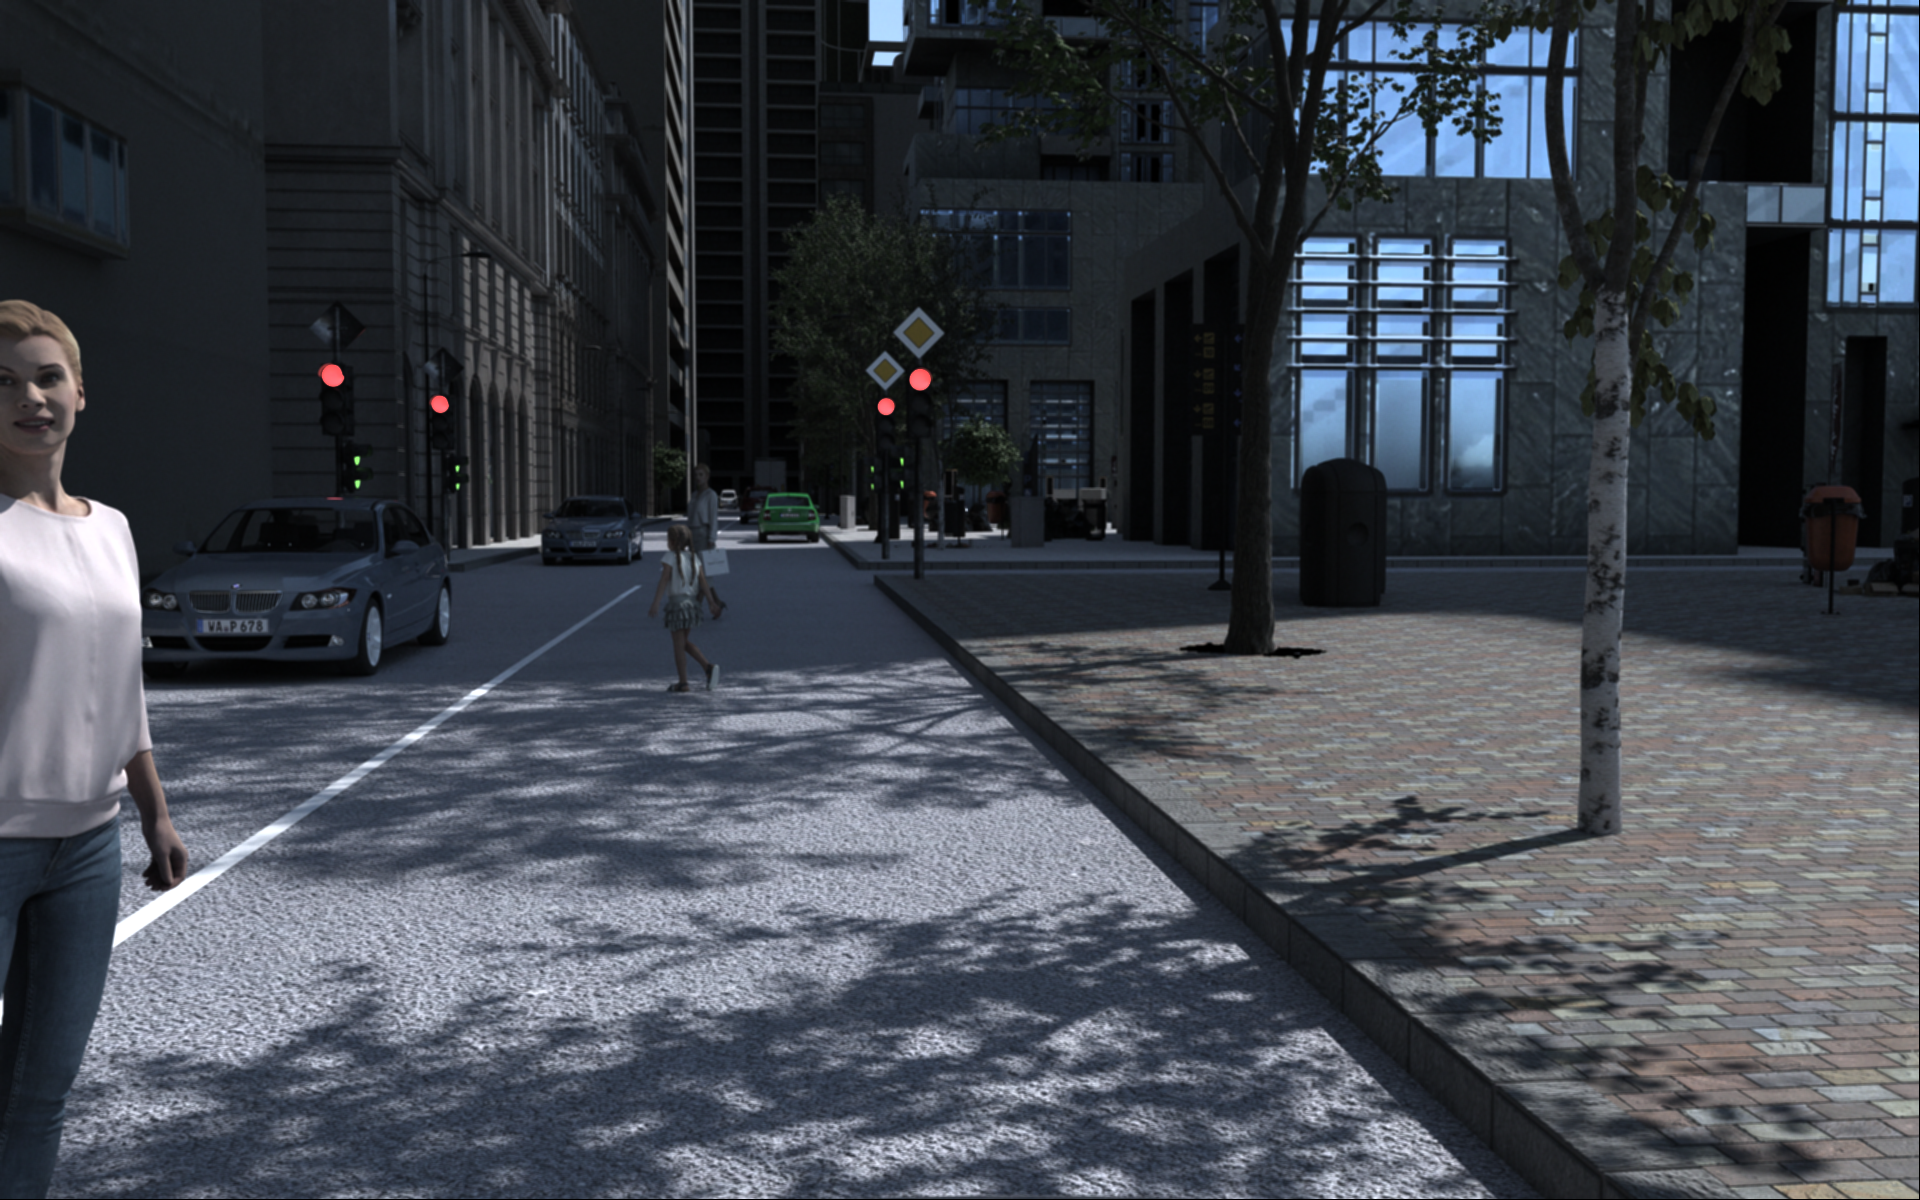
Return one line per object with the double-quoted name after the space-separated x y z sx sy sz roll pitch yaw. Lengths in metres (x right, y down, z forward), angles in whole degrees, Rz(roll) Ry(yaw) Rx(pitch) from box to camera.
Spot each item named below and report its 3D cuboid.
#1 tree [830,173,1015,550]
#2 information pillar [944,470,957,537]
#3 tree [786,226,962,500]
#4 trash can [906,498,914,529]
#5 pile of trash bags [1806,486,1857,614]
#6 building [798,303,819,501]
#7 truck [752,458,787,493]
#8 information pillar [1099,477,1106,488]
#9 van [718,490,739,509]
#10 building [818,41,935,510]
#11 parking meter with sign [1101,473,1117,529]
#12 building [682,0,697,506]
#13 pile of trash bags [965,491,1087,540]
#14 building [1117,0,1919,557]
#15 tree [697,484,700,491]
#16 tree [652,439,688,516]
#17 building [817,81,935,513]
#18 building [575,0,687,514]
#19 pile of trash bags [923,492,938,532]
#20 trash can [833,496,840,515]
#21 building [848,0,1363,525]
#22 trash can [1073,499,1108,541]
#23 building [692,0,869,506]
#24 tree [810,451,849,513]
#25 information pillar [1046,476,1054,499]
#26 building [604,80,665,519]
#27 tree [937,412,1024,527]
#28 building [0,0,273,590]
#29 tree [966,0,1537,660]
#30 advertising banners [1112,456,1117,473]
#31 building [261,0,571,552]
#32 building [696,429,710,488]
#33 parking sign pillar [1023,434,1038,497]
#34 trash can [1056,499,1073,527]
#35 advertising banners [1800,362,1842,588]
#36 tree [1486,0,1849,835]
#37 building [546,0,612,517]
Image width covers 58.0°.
-0.589 -5.443 39.363 4.360 8.622 3.978 0 3 0 "tree"
-0.281 -2.919 52.223 0.304 2.012 0.304 2 4 25 "information pillar"
-3.670 -9.529 73.931 7.486 12.596 7.792 0 3 0 "tree"
-1.641 -3.229 64.452 0.748 1.137 0.748 0 3 0 "trash can"
10.708 -0.515 18.168 3.447 1.369 1.912 2 4 23 "pile of trash bags"
-1.908 -19.976 171.640 27.650 21.520 28.899 0 4 -6 "building"
-15.253 -9.183 139.059 2.839 4.237 11.283 0 4 -7 "truck"
6.227 -4.355 75.699 0.304 2.012 0.304 0 4 -1 "information pillar"
-22.392 -9.813 167.460 2.013 2.044 4.112 0 4 -6 "van"
3.989 -27.722 145.142 32.217 40.220 23.993 0 4 -6 "building"
5.930 -4.139 63.939 1.738 3.016 0.543 1 4 9 "parking meter with sign"
-32.971 -36.656 141.320 21.231 58.520 28.212 0 4 -6 "building"
2.084 -2.442 49.684 3.447 1.369 1.912 -3 5 -42 "pile of trash bags"
20.132 -44.812 45.354 31.000 86.520 22.319 0 4 -6 "building"
-24.585 -10.139 160.381 1.663 3.219 1.824 0 3 0 "tree"
-17.948 -7.360 104.054 4.285 4.588 4.351 0 3 0 "tree"
-3.298 -21.642 125.545 14.160 30.474 14.107 0 4 -6 "building"
-29.997 -30.168 116.940 21.300 48.544 21.600 0 4 -6 "building"
-0.366 -3.058 59.747 1.912 1.369 3.447 -2 4 -32 "pile of trash bags"
-7.263 -5.673 104.405 0.748 1.137 0.748 0 3 0 "trash can"
5.698 -47.707 92.679 22.319 86.520 31.000 0 4 -6 "building"
3.711 -2.212 47.820 0.748 1.137 0.748 0 3 0 "trash can"
-20.802 -46.648 200.950 20.611 71.187 20.563 0 4 -6 "building"
-8.543 -8.117 116.423 4.285 4.588 4.351 0 3 0 "tree"
3.730 -4.142 72.210 0.304 2.012 0.304 0 4 -3 "information pillar"
-22.122 -14.950 86.230 13.314 21.916 24.055 0 4 -6 "building"
0.826 -5.134 67.662 4.285 4.588 4.351 0 3 0 "tree"
-19.216 -23.741 11.864 21.600 48.544 21.300 0 4 -6 "building"
2.505 -5.372 13.580 9.928 11.665 9.643 0 3 0 "tree"
7.392 -5.043 78.648 0.090 3.025 2.074 -2 4 -25 "advertising banners"
-17.822 -12.335 43.485 13.314 21.916 24.055 0 4 -6 "building"
-40.782 -52.376 169.019 31.000 86.520 22.319 0 4 -6 "building"
3.170 -5.454 77.646 1.447 3.967 1.447 1 4 14 "parking sign pillar"
3.367 -2.614 54.397 0.748 1.137 0.748 0 3 0 "trash can"
11.923 -1.700 23.983 0.090 3.025 2.074 1 4 16 "advertising banners"
2.676 -3.423 6.326 4.737 8.622 4.395 0 3 0 "tree"
-18.859 -13.224 65.362 9.793 20.994 18.267 0 4 -6 "building"
